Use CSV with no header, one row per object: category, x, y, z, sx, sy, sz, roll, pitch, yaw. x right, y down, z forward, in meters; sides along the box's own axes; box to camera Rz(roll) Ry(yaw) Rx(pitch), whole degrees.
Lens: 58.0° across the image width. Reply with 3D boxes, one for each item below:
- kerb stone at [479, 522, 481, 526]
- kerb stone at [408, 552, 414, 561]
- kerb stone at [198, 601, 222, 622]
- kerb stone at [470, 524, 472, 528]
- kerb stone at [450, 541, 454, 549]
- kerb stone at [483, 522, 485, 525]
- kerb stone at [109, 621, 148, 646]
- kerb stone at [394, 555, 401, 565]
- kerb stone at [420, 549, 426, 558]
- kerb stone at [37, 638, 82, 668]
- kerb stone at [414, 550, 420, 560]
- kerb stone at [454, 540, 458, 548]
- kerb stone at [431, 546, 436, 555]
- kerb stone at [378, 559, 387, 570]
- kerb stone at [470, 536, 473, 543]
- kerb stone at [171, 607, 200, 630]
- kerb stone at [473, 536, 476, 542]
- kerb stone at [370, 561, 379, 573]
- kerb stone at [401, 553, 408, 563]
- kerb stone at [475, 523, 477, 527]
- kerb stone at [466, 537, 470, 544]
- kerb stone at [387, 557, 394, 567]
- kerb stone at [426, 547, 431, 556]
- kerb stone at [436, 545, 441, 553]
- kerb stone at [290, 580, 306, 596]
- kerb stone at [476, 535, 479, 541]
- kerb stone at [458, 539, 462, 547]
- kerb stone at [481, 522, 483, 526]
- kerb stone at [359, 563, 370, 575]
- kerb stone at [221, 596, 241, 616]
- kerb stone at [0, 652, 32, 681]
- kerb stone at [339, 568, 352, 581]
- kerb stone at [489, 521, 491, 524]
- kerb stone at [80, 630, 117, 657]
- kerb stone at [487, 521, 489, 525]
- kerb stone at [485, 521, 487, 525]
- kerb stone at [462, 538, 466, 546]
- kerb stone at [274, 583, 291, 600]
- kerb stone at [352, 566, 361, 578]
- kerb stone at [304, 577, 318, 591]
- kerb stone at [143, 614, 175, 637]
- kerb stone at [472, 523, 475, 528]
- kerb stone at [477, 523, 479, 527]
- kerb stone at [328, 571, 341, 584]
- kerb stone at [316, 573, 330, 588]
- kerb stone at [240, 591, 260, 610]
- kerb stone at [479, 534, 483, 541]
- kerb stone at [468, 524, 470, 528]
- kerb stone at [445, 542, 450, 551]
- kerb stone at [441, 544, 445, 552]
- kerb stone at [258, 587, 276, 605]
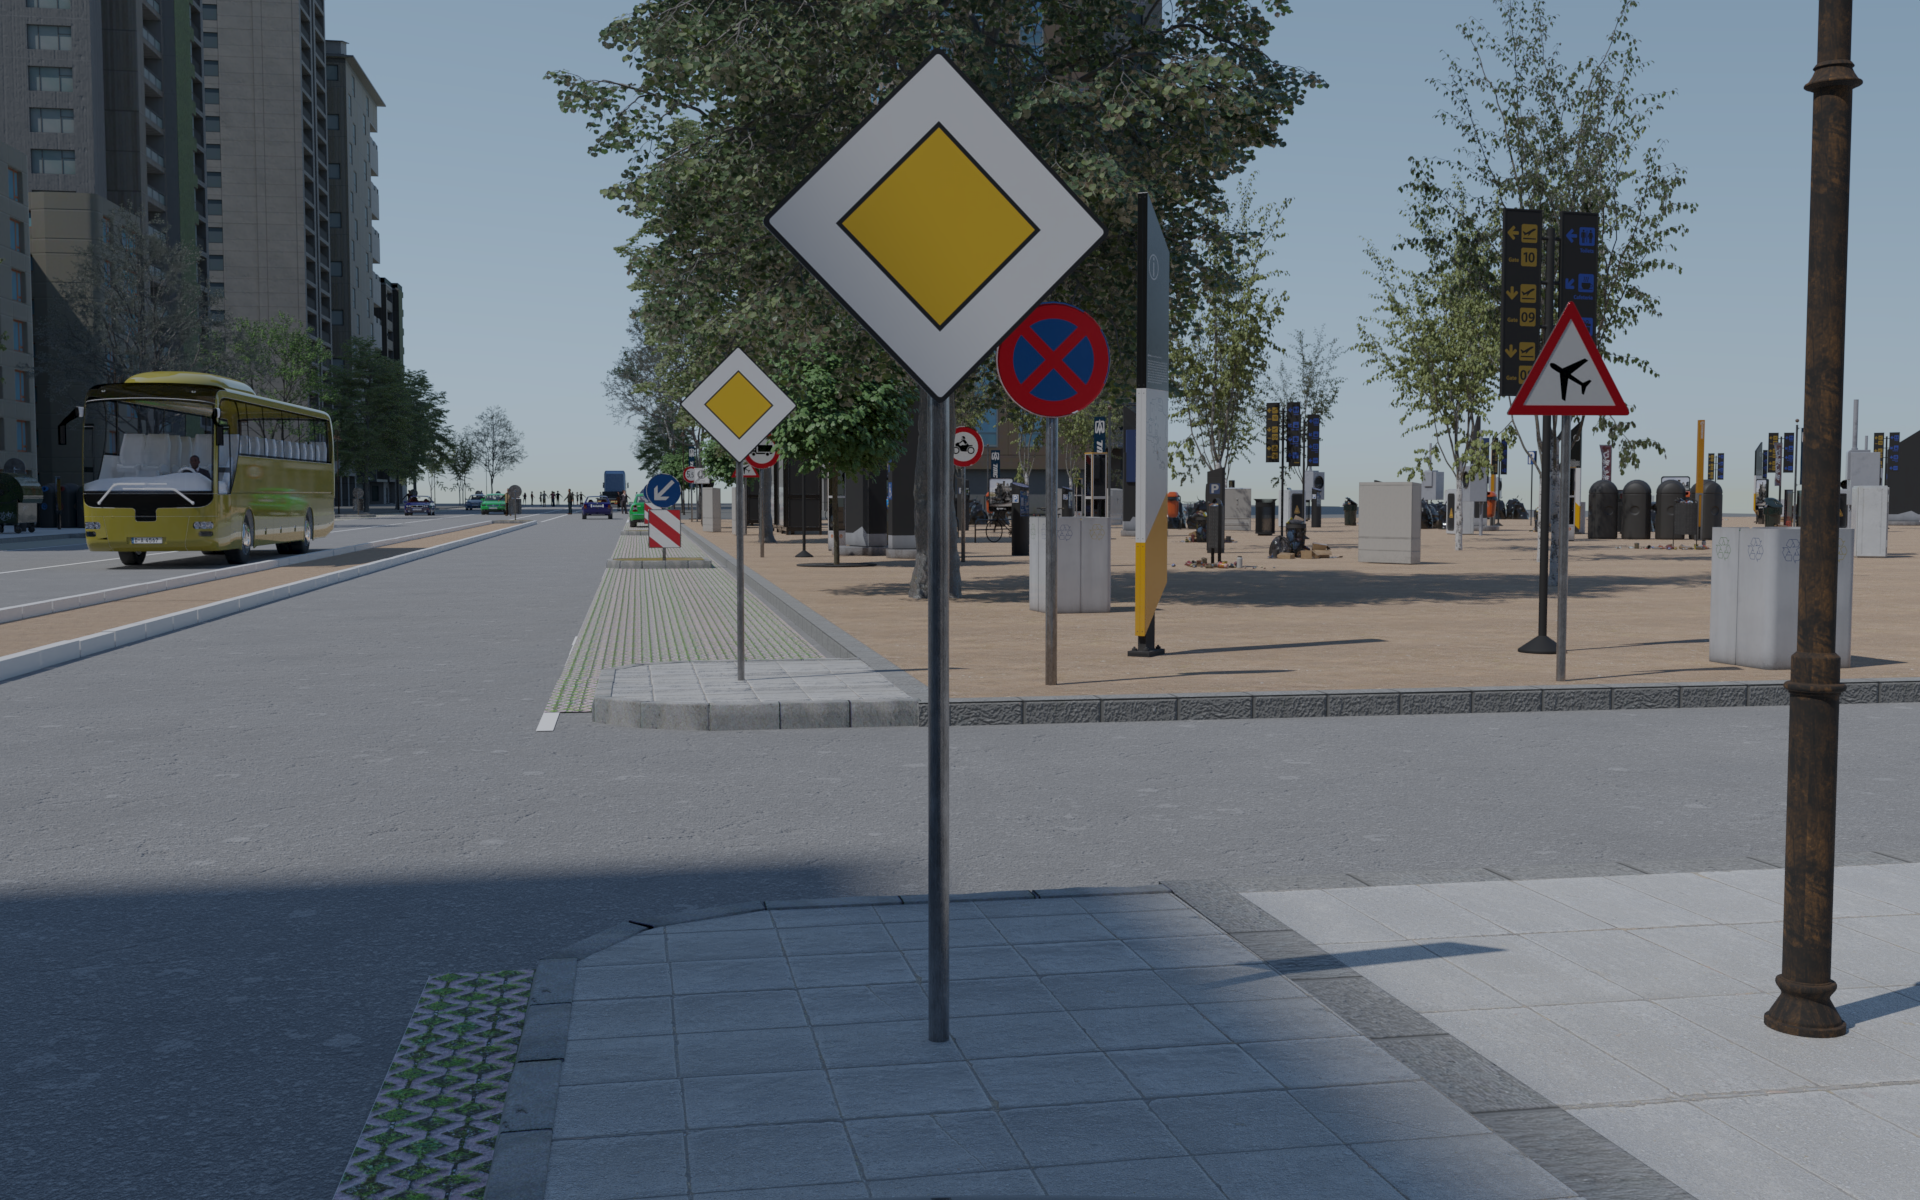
kerb stone,-21.165,-3.274,75.767,0.120,0.150,1.000,-1,4,-10
kerb stone,-11.804,-0.898,36.875,0.120,0.150,1.000,-1,4,-10
kerb stone,-8.618,0.151,19.734,0.120,0.150,1.000,-1,4,-10
kerb stone,-20.412,-3.029,71.725,0.120,0.150,1.000,-1,4,-10
kerb stone,-13.306,-1.391,44.940,0.120,0.150,1.000,-1,4,-10
kerb stone,-21.535,-3.400,77.787,0.120,0.150,1.000,-1,4,-10
kerb stone,-8.064,0.337,16.711,0.120,0.150,1.000,-1,4,-10
kerb stone,-11.430,-0.769,34.854,0.120,0.150,1.000,-1,4,-10
kerb stone,-12.179,-1.021,38.885,0.120,0.150,1.000,-1,4,-10
kerb stone,-7.696,0.458,14.700,0.120,0.150,1.000,-1,4,-10
kerb stone,-11.997,-0.959,37.879,0.120,0.150,1.000,-1,4,-10
kerb stone,-13.493,-1.453,45.946,0.120,0.150,1.000,-1,4,-10
kerb stone,-12.552,-1.141,40.900,0.120,0.150,1.000,-1,4,-10
kerb stone,-11.056,-0.651,32.838,0.120,0.150,1.000,-1,4,-10
kerb stone,-14.237,-1.699,49.971,0.120,0.150,1.000,-1,4,-10
kerb stone,-8.434,0.213,18.721,0.120,0.150,1.000,-1,4,-10
kerb stone,-14.428,-1.760,50.983,0.120,0.150,1.000,-1,4,-10
kerb stone,-10.866,-0.586,31.834,0.120,0.150,1.000,-1,4,-10
kerb stone,-11.621,-0.836,35.867,0.120,0.150,1.000,-1,4,-10
kerb stone,-20.781,-3.153,73.745,0.120,0.150,1.000,-1,4,-10
kerb stone,-14.048,-1.635,48.961,0.120,0.150,1.000,-1,4,-10
kerb stone,-11.242,-0.712,33.843,0.120,0.150,1.000,-1,4,-10
kerb stone,-12.362,-1.082,39.891,0.120,0.150,1.000,-1,4,-10
kerb stone,-12.740,-1.201,41.916,0.120,0.150,1.000,-1,4,-10
kerb stone,-9.554,-0.157,24.771,0.120,0.150,1.000,-1,4,-10
kerb stone,-14.609,-1.822,51.989,0.120,0.150,1.000,-1,4,-10
kerb stone,-13.681,-1.514,46.950,0.120,0.150,1.000,-1,4,-10
kerb stone,-21.350,-3.338,76.772,0.120,0.150,1.000,-1,4,-10
kerb stone,-10.681,-0.528,30.827,0.120,0.150,1.000,-1,4,-10
kerb stone,-8.812,0.089,20.737,0.120,0.150,1.000,-1,4,-10
kerb stone,-7.499,0.520,13.687,0.120,0.150,1.000,-1,4,-10
kerb stone,-10.306,-0.404,28.811,0.120,0.150,1.000,-1,4,-10
kerb stone,-22.099,-3.585,80.810,0.120,0.150,1.000,-1,4,-10
kerb stone,-7.880,0.405,15.706,0.120,0.150,1.000,-1,4,-10
kerb stone,-21.909,-3.520,79.799,0.120,0.150,1.000,-1,4,-10
kerb stone,-21.722,-3.462,78.791,0.120,0.150,1.000,-1,4,-10
kerb stone,-13.864,-1.572,47.956,0.120,0.150,1.000,-1,4,-10
kerb stone,-9.371,-0.096,23.760,0.120,0.150,1.000,-1,4,-10
kerb stone,-10.500,-0.462,29.819,0.120,0.150,1.000,-1,4,-10
kerb stone,-9.745,-0.219,25.775,0.120,0.150,1.000,-1,4,-10
kerb stone,-8.248,0.274,17.716,0.120,0.150,1.000,-1,4,-10
kerb stone,-20.590,-3.089,72.735,0.120,0.150,1.000,-1,4,-10
kerb stone,-20.969,-3.211,74.750,0.120,0.150,1.000,-1,4,-10
kerb stone,-10.127,-0.343,27.805,0.120,0.150,1.000,-1,4,-10
kerb stone,-9.937,-0.279,26.792,0.120,0.150,1.000,-1,4,-10
kerb stone,-8.996,0.027,21.749,0.120,0.150,1.000,-1,4,-10
kerb stone,-14.795,-1.884,52.994,0.120,0.150,1.000,-1,4,-10
kerb stone,-20.230,-2.968,70.717,0.120,0.150,1.000,-1,4,-10
kerb stone,-13.115,-1.329,43.931,0.120,0.150,1.000,-1,4,-10
kerb stone,-12.937,-1.268,42.922,0.120,0.150,1.000,-1,4,-10
kerb stone,-9.185,-0.034,22.753,0.120,0.150,1.000,-1,4,-10
